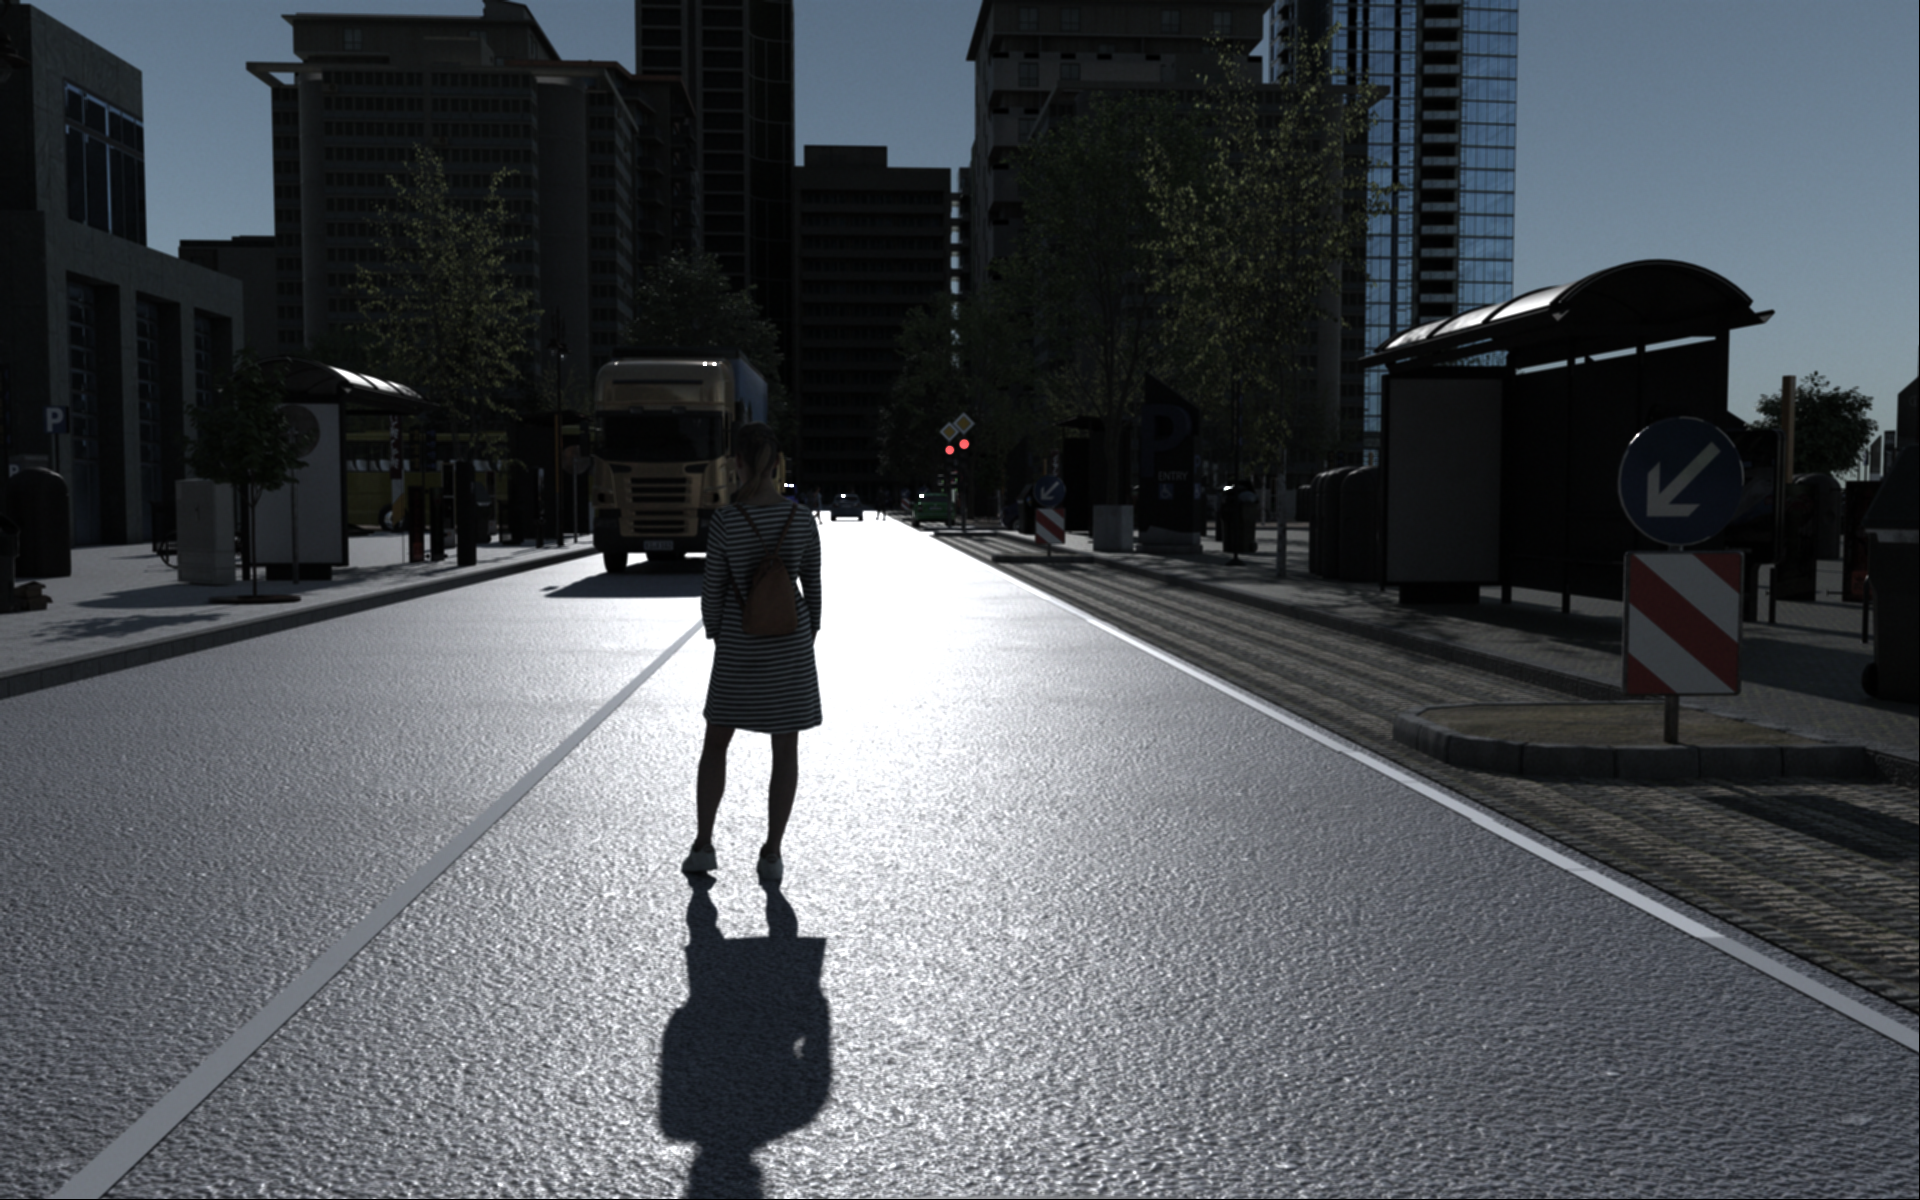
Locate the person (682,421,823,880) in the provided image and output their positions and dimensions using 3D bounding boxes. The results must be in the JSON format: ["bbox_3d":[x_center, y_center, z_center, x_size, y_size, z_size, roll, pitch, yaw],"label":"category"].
[{"bbox_3d":[-0.751,0.185,6.478,0.512,1.701,0.522,-2,4,-23],"label":"person"}]

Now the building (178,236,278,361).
[{"bbox_3d":[-79.539,-26.099,198.424,14.107,30.474,14.160,0,4,-4],"label":"building"}]

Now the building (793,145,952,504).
[{"bbox_3d":[-12.422,-37.931,243.877,21.600,48.544,21.300,0,4,-4],"label":"building"}]

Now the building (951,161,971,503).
[{"bbox_3d":[13.505,-38.350,246.630,30.456,49.044,23.786,0,4,-4],"label":"building"}]

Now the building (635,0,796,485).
[{"bbox_3d":[-33.374,-49.050,240.218,20.611,71.187,20.563,0,4,-4],"label":"building"}]

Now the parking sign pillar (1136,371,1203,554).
[{"bbox_3d":[4.544,-2.997,37.477,1.447,3.967,1.447,2,4,32],"label":"parking sign pillar"}]

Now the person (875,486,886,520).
[{"bbox_3d":[-4.359,-5.302,94.966,0.659,1.850,0.755,-3,4,-39],"label":"person"}]

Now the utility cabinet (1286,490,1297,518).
[{"bbox_3d":[17.652,-5.090,91.894,1.173,1.500,0.318,1,4,12],"label":"utility cabinet"}]

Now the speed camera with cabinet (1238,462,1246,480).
[{"bbox_3d":[17.952,-6.857,106.449,2.038,3.252,0.660,3,4,39],"label":"speed camera with cabinet"}]

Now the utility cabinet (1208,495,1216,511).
[{"bbox_3d":[14.141,-5.384,99.188,1.020,1.237,0.306,1,4,15],"label":"utility cabinet"}]

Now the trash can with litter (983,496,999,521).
[{"bbox_3d":[1.996,-4.498,84.599,2.233,1.210,1.678,0,4,-6],"label":"trash can with litter"}]

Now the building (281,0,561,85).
[{"bbox_3d":[-58.321,-36.884,192.288,27.495,52.752,28.713,0,4,-4],"label":"building"}]

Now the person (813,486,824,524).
[{"bbox_3d":[-6.816,-4.511,82.347,0.778,1.811,0.616,2,4,26],"label":"person"}]

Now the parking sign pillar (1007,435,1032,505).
[{"bbox_3d":[2.736,-5.580,79.706,1.447,3.967,1.447,-3,5,-42],"label":"parking sign pillar"}]

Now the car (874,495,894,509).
[{"bbox_3d":[-7.242,-9.297,164.589,1.945,1.354,3.894,0,4,-2],"label":"car"}]

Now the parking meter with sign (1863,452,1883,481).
[{"bbox_3d":[38.459,-4.623,71.846,1.738,3.016,0.543,1,4,15],"label":"parking meter with sign"}]

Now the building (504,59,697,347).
[{"bbox_3d":[-38.707,-32.002,177.860,22.147,44.769,28.867,0,4,-4],"label":"building"}]

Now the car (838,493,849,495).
[{"bbox_3d":[-13.030,-11.253,193.581,1.945,1.707,3.694,0,4,-3],"label":"car"}]

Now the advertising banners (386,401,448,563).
[{"bbox_3d":[-10.194,-2.220,32.477,0.090,3.025,2.074,1,4,13],"label":"advertising banners"}]

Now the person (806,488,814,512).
[{"bbox_3d":[-10.439,-6.844,120.197,0.655,1.846,0.447,-1,4,-12],"label":"person"}]

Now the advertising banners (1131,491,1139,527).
[{"bbox_3d":[7.500,-4.350,67.310,2.074,3.025,0.090,-1,4,-14],"label":"advertising banners"}]

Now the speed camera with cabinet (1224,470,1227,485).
[{"bbox_3d":[20.887,-8.439,132.314,2.038,3.252,0.660,2,4,31],"label":"speed camera with cabinet"}]

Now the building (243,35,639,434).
[{"bbox_3d":[-41.734,-28.102,151.354,32.217,40.220,23.993,0,4,-4],"label":"building"}]

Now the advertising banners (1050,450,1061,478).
[{"bbox_3d":[4.274,-4.380,67.806,0.090,3.025,2.074,-3,5,-43],"label":"advertising banners"}]

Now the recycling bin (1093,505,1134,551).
[{"bbox_3d":[3.488,-1.642,39.398,0.722,1.027,0.722,2,4,29],"label":"recycling bin"}]

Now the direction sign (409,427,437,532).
[{"bbox_3d":[-18.068,-4.057,58.321,0.876,3.537,0.379,-2,4,-28],"label":"direction sign"}]

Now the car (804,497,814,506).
[{"bbox_3d":[-17.913,-12.188,208.870,1.945,1.707,3.694,0,4,-4],"label":"car"}]

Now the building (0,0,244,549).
[{"bbox_3d":[-36.356,-44.357,37.909,31.000,86.520,22.319,0,4,-4],"label":"building"}]

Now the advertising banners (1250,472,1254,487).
[{"bbox_3d":[23.951,-8.751,139.269,2.074,3.025,0.090,-3,5,-42],"label":"advertising banners"}]

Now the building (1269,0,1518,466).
[{"bbox_3d":[50.444,-54.370,201.613,31.000,86.520,22.319,0,4,-4],"label":"building"}]

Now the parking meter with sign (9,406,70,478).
[{"bbox_3d":[-18.066,-2.278,33.506,0.543,3.016,1.738,1,4,14],"label":"parking meter with sign"}]

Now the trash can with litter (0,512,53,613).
[{"bbox_3d":[-10.454,-0.457,18.857,0.624,1.170,1.055,0,4,7],"label":"trash can with litter"}]

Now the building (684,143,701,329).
[{"bbox_3d":[-37.401,-31.661,201.259,14.086,41.232,14.154,0,4,-4],"label":"building"}]

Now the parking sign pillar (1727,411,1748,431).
[{"bbox_3d":[22.731,-3.814,50.823,1.447,3.967,1.447,3,5,39],"label":"parking sign pillar"}]

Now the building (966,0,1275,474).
[{"bbox_3d":[15.923,-36.281,182.424,28.713,52.752,27.495,0,4,-4],"label":"building"}]

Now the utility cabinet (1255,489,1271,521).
[{"bbox_3d":[14.301,-4.485,82.007,1.173,1.500,0.318,2,4,29],"label":"utility cabinet"}]

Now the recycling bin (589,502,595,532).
[{"bbox_3d":[-12.749,-2.789,58.153,0.722,1.027,0.722,1,4,20],"label":"recycling bin"}]

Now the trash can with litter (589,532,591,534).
[{"bbox_3d":[-11.837,-2.758,56.144,1.678,1.210,2.233,1,4,21],"label":"trash can with litter"}]

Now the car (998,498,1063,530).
[{"bbox_3d":[3.355,-3.045,62.373,3.894,1.354,1.945,0,4,-3],"label":"car"}]

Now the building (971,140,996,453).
[{"bbox_3d":[8.203,-31.771,203.054,14.154,41.232,14.086,0,4,-4],"label":"building"}]

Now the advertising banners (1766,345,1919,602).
[{"bbox_3d":[10.736,-1.488,20.525,2.074,3.025,0.090,1,4,23],"label":"advertising banners"}]

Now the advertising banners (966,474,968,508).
[{"bbox_3d":[0.411,-5.868,92.125,0.090,3.025,2.074,0,4,4],"label":"advertising banners"}]

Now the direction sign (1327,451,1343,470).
[{"bbox_3d":[19.667,-6.045,90.826,0.876,3.537,0.379,-1,4,-12],"label":"direction sign"}]

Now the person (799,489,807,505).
[{"bbox_3d":[-13.327,-8.475,147.044,1.348,1.826,0.705,3,4,36],"label":"person"}]

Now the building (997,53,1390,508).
[{"bbox_3d":[19.592,-28.458,157.176,32.217,40.220,23.993,0,4,-4],"label":"building"}]

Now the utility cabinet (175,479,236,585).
[{"bbox_3d":[-10.697,-0.969,24.518,1.173,1.500,0.318,3,5,42],"label":"utility cabinet"}]

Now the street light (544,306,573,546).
[{"bbox_3d":[-9.859,-4.273,42.646,0.468,5.910,1.993,0,4,-4],"label":"street light"}]

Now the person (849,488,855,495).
[{"bbox_3d":[-7.330,-6.734,118.560,0.622,1.834,0.822,2,4,27],"label":"person"}]

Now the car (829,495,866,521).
[{"bbox_3d":[-6.124,-5.009,93.894,2.014,1.417,4.499,0,4,-3],"label":"car"}]

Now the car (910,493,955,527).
[{"bbox_3d":[-1.193,-4.121,76.177,1.959,1.807,4.718,0,4,-4],"label":"car"}]

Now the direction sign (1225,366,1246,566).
[{"bbox_3d":[4.949,-2.384,30.981,0.379,3.537,0.876,1,4,20],"label":"direction sign"}]

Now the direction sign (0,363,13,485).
[{"bbox_3d":[-16.665,-2.341,30.274,0.379,3.537,0.876,-3,5,-40],"label":"direction sign"}]

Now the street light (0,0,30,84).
[{"bbox_3d":[-7.805,-2.493,13.541,0.468,5.910,1.993,0,4,-4],"label":"street light"}]
